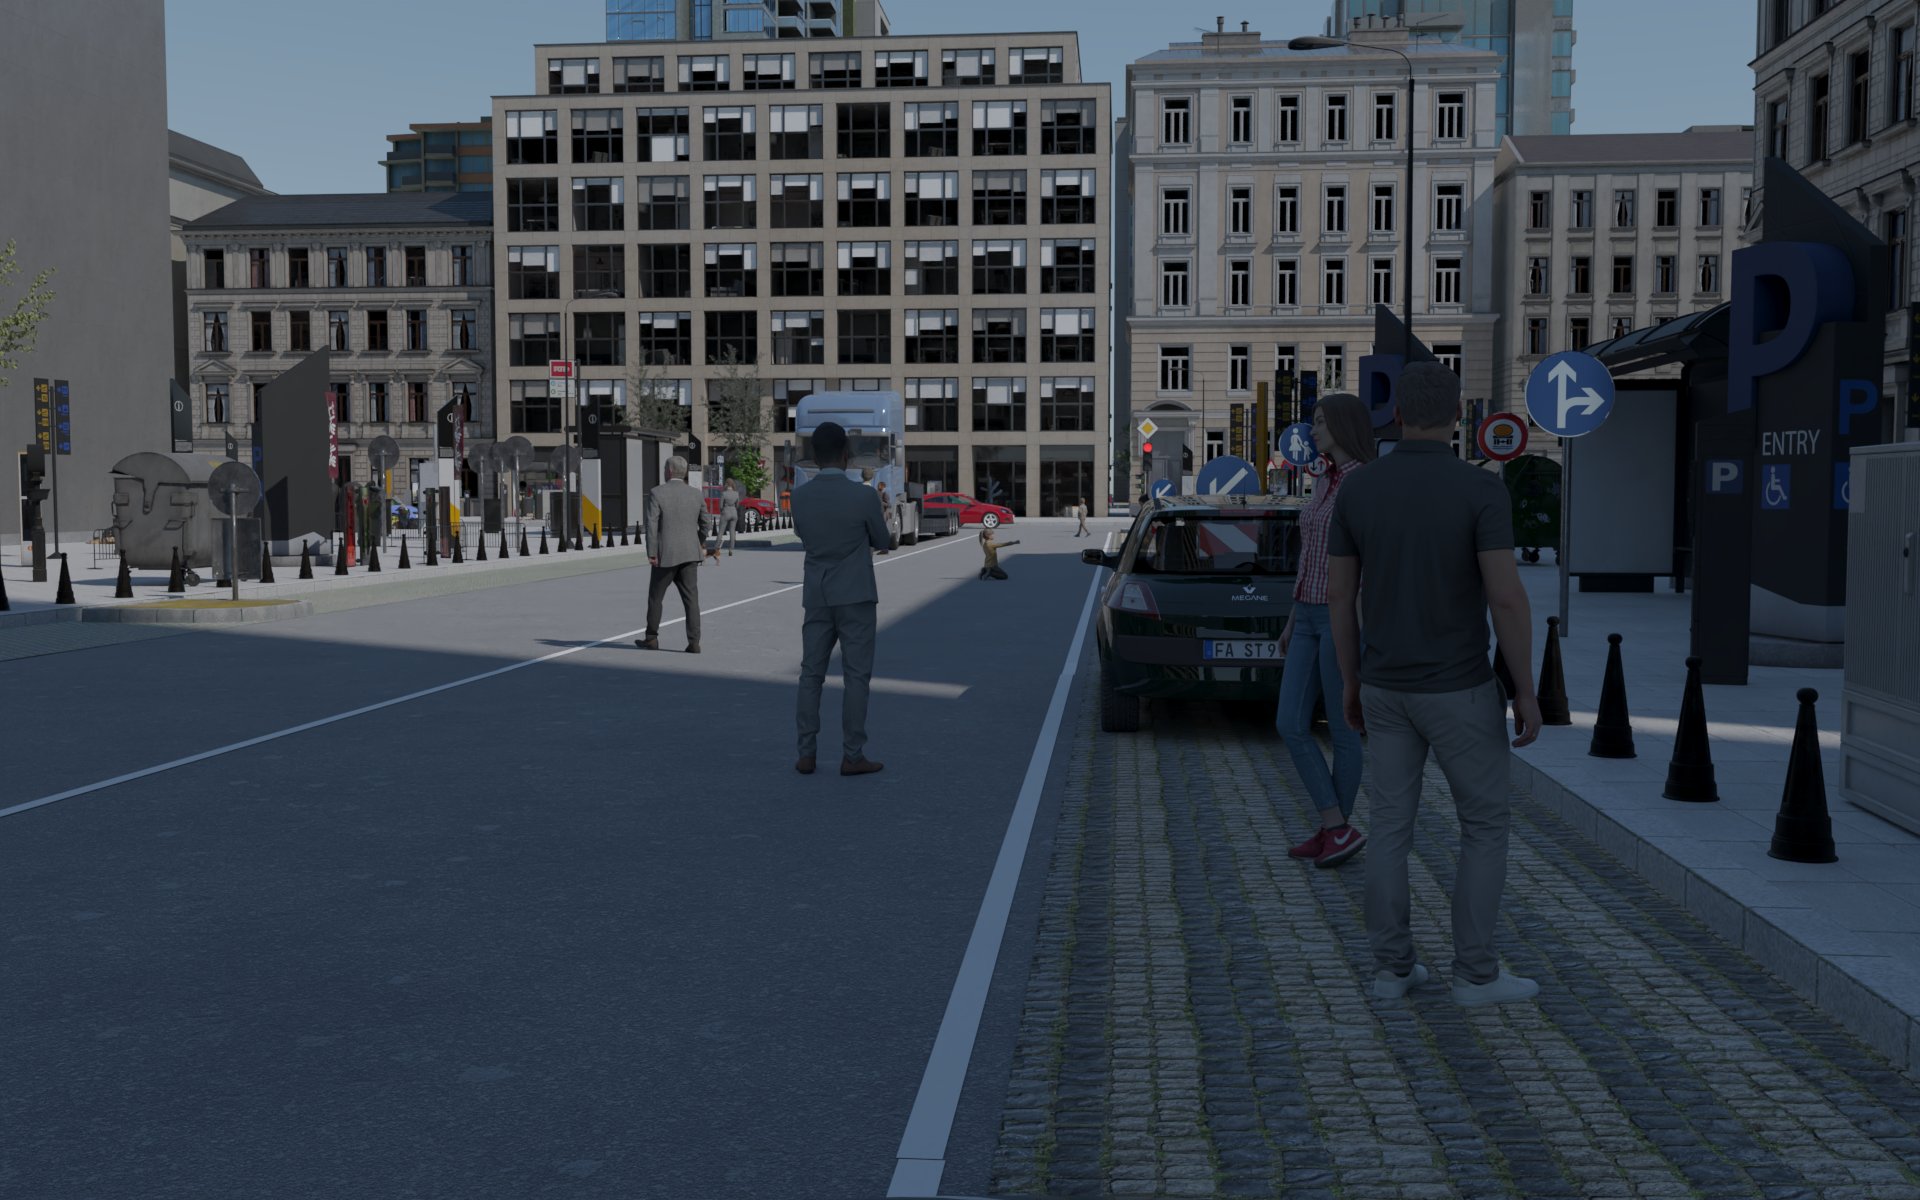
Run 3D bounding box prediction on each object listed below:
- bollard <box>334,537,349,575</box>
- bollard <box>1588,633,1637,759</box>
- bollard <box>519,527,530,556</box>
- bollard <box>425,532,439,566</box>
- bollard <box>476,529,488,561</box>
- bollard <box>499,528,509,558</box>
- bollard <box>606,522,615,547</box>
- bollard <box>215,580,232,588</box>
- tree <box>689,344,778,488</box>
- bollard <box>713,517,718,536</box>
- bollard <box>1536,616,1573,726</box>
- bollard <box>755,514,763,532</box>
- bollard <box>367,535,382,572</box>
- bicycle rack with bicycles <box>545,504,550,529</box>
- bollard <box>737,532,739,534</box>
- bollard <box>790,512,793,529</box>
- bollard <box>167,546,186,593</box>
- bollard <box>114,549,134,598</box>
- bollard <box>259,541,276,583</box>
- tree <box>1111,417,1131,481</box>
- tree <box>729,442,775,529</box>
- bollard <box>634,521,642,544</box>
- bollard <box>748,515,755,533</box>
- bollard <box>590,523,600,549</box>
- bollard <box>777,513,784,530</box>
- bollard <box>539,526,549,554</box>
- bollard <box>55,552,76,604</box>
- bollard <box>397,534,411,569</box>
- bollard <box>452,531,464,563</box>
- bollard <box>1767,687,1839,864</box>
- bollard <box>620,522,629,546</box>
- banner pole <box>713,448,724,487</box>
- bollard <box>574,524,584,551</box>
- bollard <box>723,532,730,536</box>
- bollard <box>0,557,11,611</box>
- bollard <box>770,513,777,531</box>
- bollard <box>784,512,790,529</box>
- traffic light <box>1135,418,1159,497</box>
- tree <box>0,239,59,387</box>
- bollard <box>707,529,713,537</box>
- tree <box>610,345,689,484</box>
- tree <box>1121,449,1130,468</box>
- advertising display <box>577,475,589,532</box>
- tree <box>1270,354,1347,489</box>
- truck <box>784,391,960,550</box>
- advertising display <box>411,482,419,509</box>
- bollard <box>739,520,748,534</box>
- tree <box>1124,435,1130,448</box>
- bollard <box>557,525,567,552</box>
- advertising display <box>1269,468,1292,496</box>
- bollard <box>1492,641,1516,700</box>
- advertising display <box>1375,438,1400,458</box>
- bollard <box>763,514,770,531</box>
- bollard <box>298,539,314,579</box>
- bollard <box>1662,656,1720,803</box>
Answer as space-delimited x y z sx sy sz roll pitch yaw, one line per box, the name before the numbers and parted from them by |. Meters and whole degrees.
bollard | -9.782 -0.693 27.378 0.229 0.601 0.229 0 3 0
bollard | 3.202 0.462 8.484 0.229 0.601 0.229 0 3 0
bollard | -8.996 -1.206 35.763 0.229 0.601 0.229 0 3 0
bollard | -9.448 -0.914 30.982 0.229 0.601 0.229 0 3 0
bollard | -9.223 -1.060 33.377 0.229 0.601 0.229 0 3 0
bollard | -9.110 -1.133 34.572 0.229 0.601 0.229 0 3 0
bollard | -8.435 -1.573 41.757 0.229 0.601 0.229 0 3 0
bollard | -10.112 -0.474 23.786 0.229 0.601 0.229 0 3 0
tree | -10.591 -8.198 84.407 4.360 8.622 3.978 0 3 0
bollard | -7.434 -2.230 52.494 0.229 0.601 0.229 0 3 0
bollard | 3.310 0.389 9.680 0.229 0.601 0.229 0 3 0
bollard | -6.877 -2.595 58.468 0.229 0.601 0.229 0 3 0
bollard | -9.669 -0.767 28.579 0.229 0.601 0.229 0 3 0
bicycle rack with bicycles | -14.022 -3.042 63.112 2.852 0.926 2.925 2 4 27
bollard | -7.211 -2.375 54.875 0.229 0.601 0.229 0 3 0
bollard | -6.319 -2.960 64.438 0.229 0.601 0.229 0 3 0
bollard | -10.231 -0.401 22.596 0.229 0.601 0.229 0 3 0
bollard | -10.339 -0.328 21.406 0.229 0.601 0.229 0 3 0
bollard | -10.003 -0.547 24.982 0.229 0.601 0.229 0 3 0
tree | 20.003 -15.453 169.670 9.611 12.733 9.660 0 3 0
tree | -7.725 -4.280 64.572 1.663 3.219 1.824 0 3 0
bollard | -8.214 -1.719 44.144 0.229 0.601 0.229 0 3 0
bollard | -6.987 -2.522 57.269 0.229 0.601 0.229 0 3 0
bollard | -8.547 -1.500 40.563 0.229 0.601 0.229 0 3 0
bollard | -6.540 -2.814 62.054 0.229 0.601 0.229 0 3 0
bollard | -8.883 -1.279 36.955 0.229 0.601 0.229 0 3 0
bollard | -10.449 -0.255 20.214 0.229 0.601 0.229 0 3 0
bollard | -9.557 -0.840 29.773 0.229 0.601 0.229 0 3 0
bollard | -9.334 -0.987 32.172 0.229 0.601 0.229 0 3 0
bollard | 2.978 0.608 6.103 0.229 0.601 0.229 0 3 0
bollard | -8.324 -1.646 42.953 0.229 0.601 0.229 0 3 0
banner pole | -13.144 -6.373 94.211 0.863 3.779 0.401 -3 5 -42
bollard | -8.662 -1.426 39.357 0.229 0.601 0.229 0 3 0
bollard | -7.322 -2.302 53.684 0.229 0.601 0.229 0 3 0
bollard | -10.564 -0.182 19.024 0.229 0.601 0.229 0 3 0
bollard | -6.650 -2.741 60.863 0.229 0.601 0.229 0 3 0
bollard | -6.428 -2.887 63.248 0.229 0.601 0.229 0 3 0
traffic light | 6.874 -4.573 63.686 0.839 4.253 0.868 0 4 5
tree | -21.389 -5.235 35.950 4.737 8.622 4.395 0 3 0
bollard | -7.542 -2.157 51.303 0.229 0.601 0.229 0 3 0
tree | -15.092 -8.243 85.129 4.360 8.622 3.978 0 3 0
tree | 22.254 -16.022 196.373 8.767 10.594 7.601 -1 4 -11
advertising display | -12.674 -3.296 59.099 0.974 1.923 0.123 0 4 3
tree | 18.419 -8.549 90.134 4.360 8.622 3.978 0 3 0
truck | -2.106 -3.755 51.155 2.967 4.110 18.799 0 4 5
advertising display | -28.999 -5.368 92.979 0.123 1.923 0.974 3 5 40
bollard | -7.098 -2.448 56.067 0.229 0.601 0.229 0 3 0
tree | 20.929 -15.791 183.943 9.928 11.665 9.643 0 3 0
bollard | -8.772 -1.353 38.155 0.229 0.601 0.229 0 3 0
advertising display | 8.042 -2.343 43.527 0.123 1.923 0.974 -1 4 -19
bollard | 3.422 0.316 10.876 0.229 0.601 0.229 0 3 0
advertising display | 5.175 -0.923 20.301 0.974 1.923 0.123 -2 4 -33
bollard | -6.761 -2.669 59.672 0.229 0.601 0.229 0 3 0
bollard | -9.893 -0.620 26.182 0.229 0.601 0.229 0 3 0
bollard | 3.085 0.535 7.294 0.229 0.601 0.229 0 3 0
